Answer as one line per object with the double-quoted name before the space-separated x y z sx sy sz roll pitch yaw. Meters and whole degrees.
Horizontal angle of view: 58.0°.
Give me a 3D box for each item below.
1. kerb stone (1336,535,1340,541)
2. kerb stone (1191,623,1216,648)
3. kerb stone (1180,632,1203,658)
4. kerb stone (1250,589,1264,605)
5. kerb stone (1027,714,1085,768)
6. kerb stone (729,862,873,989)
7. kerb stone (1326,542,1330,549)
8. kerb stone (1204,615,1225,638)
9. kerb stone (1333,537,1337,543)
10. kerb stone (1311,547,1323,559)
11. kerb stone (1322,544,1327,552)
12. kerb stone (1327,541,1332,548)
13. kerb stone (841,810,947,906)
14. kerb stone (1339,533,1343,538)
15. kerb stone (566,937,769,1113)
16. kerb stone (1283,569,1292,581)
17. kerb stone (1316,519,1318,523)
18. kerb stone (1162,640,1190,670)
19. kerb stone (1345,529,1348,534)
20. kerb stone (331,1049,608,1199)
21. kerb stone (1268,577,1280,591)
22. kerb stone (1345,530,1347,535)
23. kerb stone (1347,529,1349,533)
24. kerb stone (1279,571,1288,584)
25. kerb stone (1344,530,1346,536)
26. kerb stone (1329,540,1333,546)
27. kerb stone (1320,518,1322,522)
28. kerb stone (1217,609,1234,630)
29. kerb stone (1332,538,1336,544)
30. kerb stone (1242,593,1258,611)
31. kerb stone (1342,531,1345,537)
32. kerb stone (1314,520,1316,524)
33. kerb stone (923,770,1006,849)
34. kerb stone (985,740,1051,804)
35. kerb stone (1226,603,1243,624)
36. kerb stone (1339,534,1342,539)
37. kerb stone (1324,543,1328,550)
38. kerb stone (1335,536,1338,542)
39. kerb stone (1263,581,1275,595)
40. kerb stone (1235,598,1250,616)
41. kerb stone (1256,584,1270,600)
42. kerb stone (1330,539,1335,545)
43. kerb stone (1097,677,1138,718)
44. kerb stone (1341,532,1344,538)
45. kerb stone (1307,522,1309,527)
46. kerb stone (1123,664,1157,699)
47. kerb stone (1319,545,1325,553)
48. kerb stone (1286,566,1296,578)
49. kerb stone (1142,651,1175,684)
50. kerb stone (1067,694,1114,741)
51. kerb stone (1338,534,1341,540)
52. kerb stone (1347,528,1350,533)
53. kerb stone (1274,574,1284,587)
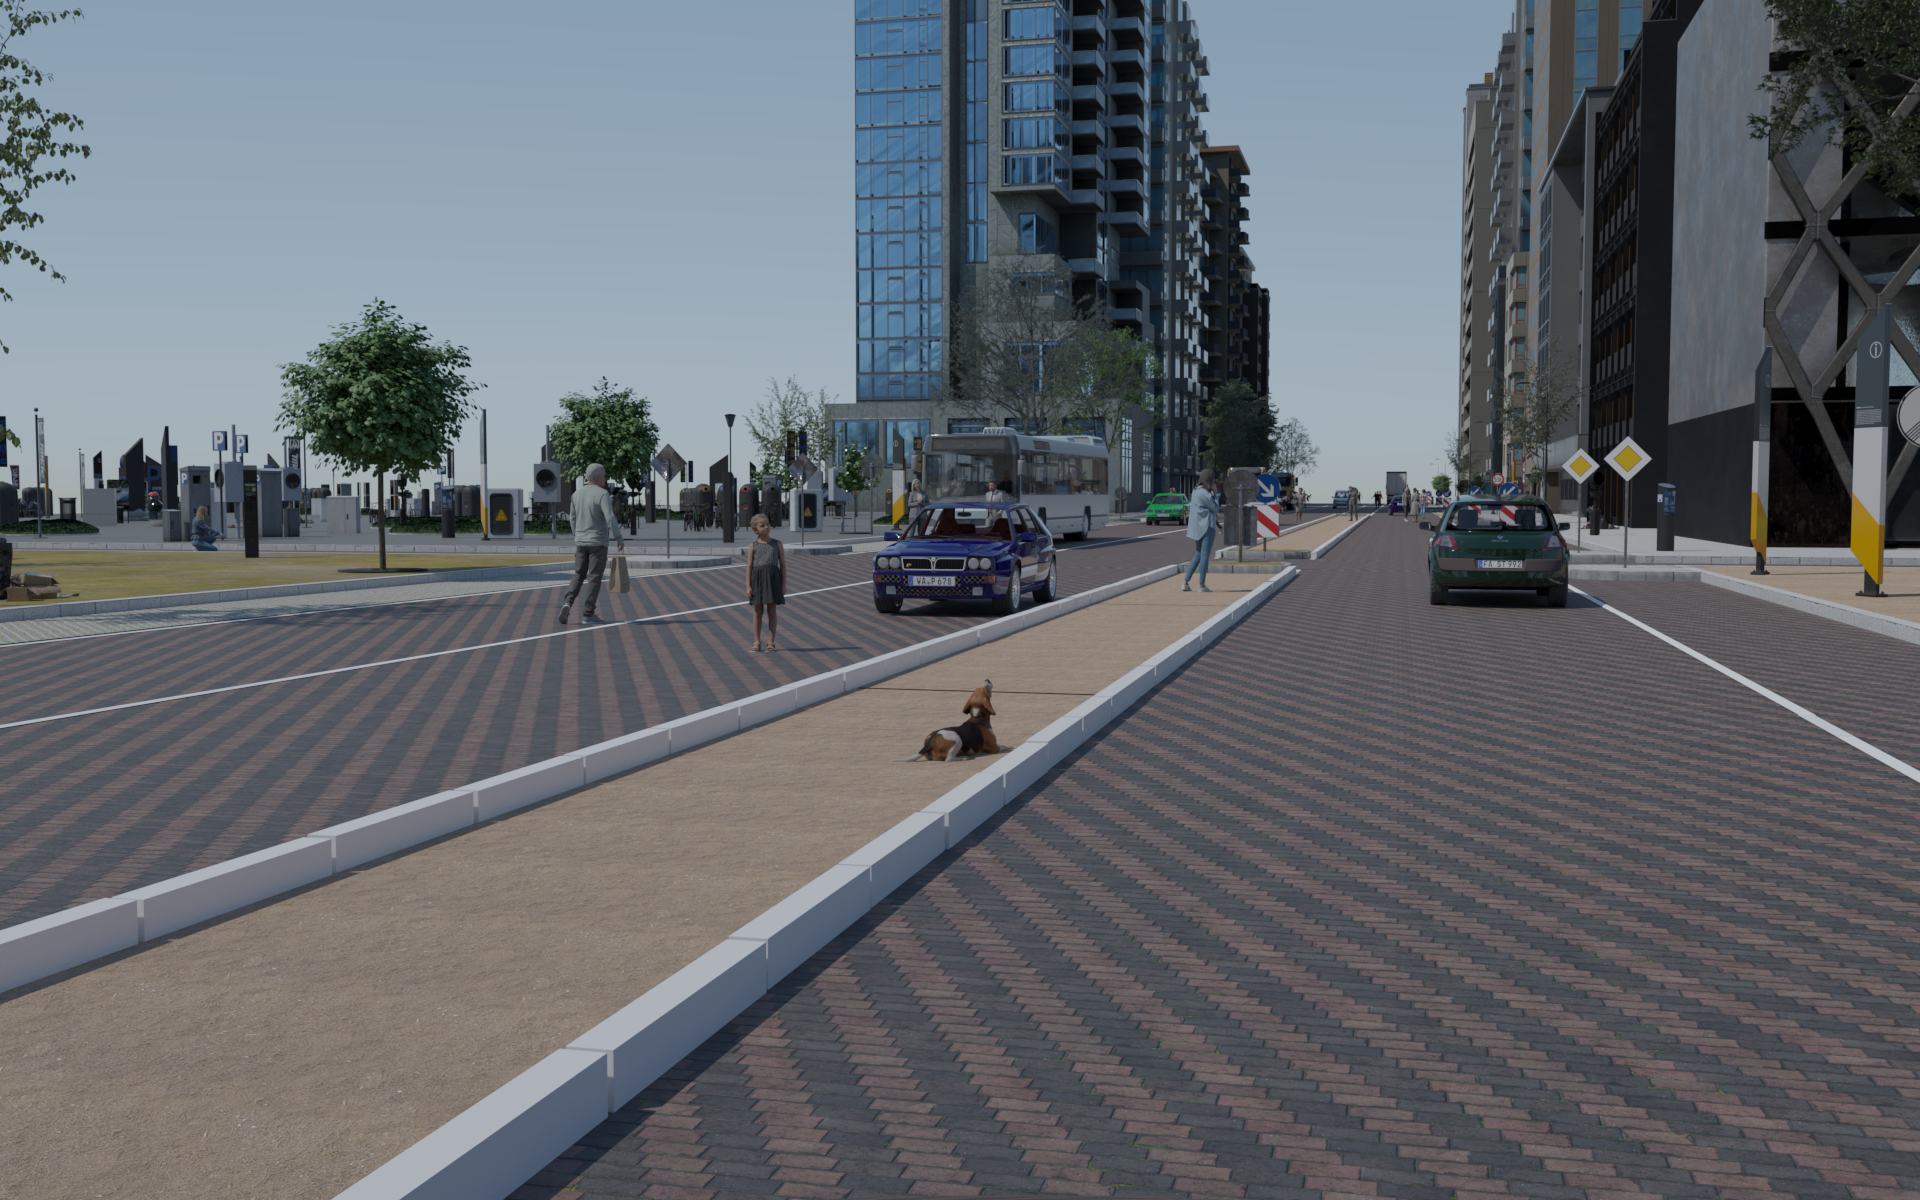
"kerb stone" 10.971 -1.746 50.741 0.120 0.150 1.000 1 4 14
"kerb stone" 2.291 0.352 16.445 0.120 0.150 1.000 1 4 14
"kerb stone" 2.031 0.420 15.456 0.120 0.150 1.000 1 4 14
"kerb stone" 3.800 -0.012 22.418 0.120 0.150 1.000 1 4 14
"kerb stone" 0.522 0.778 9.478 0.120 0.150 1.000 1 4 14
"kerb stone" -0.490 1.021 5.497 0.120 0.150 1.000 1 4 14
"kerb stone" 9.203 -1.317 43.796 0.120 0.150 1.000 1 4 14
"kerb stone" 2.538 0.291 17.439 0.120 0.150 1.000 1 4 14
"kerb stone" 10.475 -1.624 48.749 0.120 0.150 1.000 1 4 14
"kerb stone" 8.207 -1.077 39.808 0.120 0.150 1.000 1 4 14
"kerb stone" 8.711 -1.196 41.800 0.120 0.150 1.000 1 4 14
"kerb stone" 9.465 -1.382 44.787 0.120 0.150 1.000 1 4 14
"kerb stone" -0.242 0.962 6.489 0.120 0.150 1.000 1 4 14
"kerb stone" 11.721 -1.928 53.718 0.120 0.150 1.000 1 4 14
"kerb stone" -0.737 1.085 4.505 0.120 0.150 1.000 1 4 14
"kerb stone" 5.313 -0.373 28.382 0.120 0.150 1.000 1 4 14
"kerb stone" 16.744 -3.660 82.074 0.120 0.150 1.000 1 4 14
"kerb stone" 1.781 0.475 14.457 0.120 0.150 1.000 1 4 14
"kerb stone" 12.989 -2.232 58.685 0.120 0.150 1.000 1 4 14
"kerb stone" -0.991 1.143 3.510 0.120 0.150 1.000 1 4 14
"kerb stone" 4.557 -0.196 25.395 0.120 0.150 1.000 1 4 14
"kerb stone" 12.737 -2.171 57.692 0.120 0.150 1.000 1 4 14
"kerb stone" 13.240 -2.290 59.686 0.120 0.150 1.000 1 4 14
"kerb stone" 5.059 -0.317 27.385 0.120 0.150 1.000 1 4 14
"kerb stone" 12.487 -2.110 56.701 0.120 0.150 1.000 1 4 14
"kerb stone" 9.719 -1.442 45.777 0.120 0.150 1.000 1 4 14
"kerb stone" 17.752 -3.900 86.044 0.120 0.150 1.000 1 4 14
"kerb stone" 2.786 0.234 18.435 0.120 0.150 1.000 1 4 14
"kerb stone" 10.218 -1.562 47.759 0.120 0.150 1.000 1 4 14
"kerb stone" 3.551 0.047 21.426 0.120 0.150 1.000 1 4 14
"kerb stone" 12.227 -2.047 55.712 0.120 0.150 1.000 1 4 14
"kerb stone" 16.247 -3.538 80.092 0.120 0.150 1.000 1 4 14
"kerb stone" 0.019 0.900 7.478 0.120 0.150 1.000 1 4 14
"kerb stone" 0.274 0.843 8.474 0.120 0.150 1.000 1 4 14
"kerb stone" 3.046 0.169 19.434 0.120 0.150 1.000 1 4 14
"kerb stone" 11.475 -1.859 52.727 0.120 0.150 1.000 1 4 14
"kerb stone" 8.958 -1.257 42.798 0.120 0.150 1.000 1 4 14
"kerb stone" 10.717 -1.682 49.742 0.120 0.150 1.000 1 4 14
"kerb stone" 4.301 -0.135 24.405 0.120 0.150 1.000 1 4 14
"kerb stone" 3.294 0.109 20.437 0.120 0.150 1.000 1 4 14
"kerb stone" 4.053 -0.074 23.408 0.120 0.150 1.000 1 4 14
"kerb stone" 9.972 -1.497 46.768 0.120 0.150 1.000 1 4 14
"kerb stone" 1.028 0.656 11.472 0.120 0.150 1.000 1 4 14
"kerb stone" 11.982 -1.989 54.718 0.120 0.150 1.000 1 4 14
"kerb stone" 14.729 -3.173 74.123 0.120 0.150 1.000 1 4 14
"kerb stone" 1.274 0.600 12.469 0.120 0.150 1.000 1 4 14
"kerb stone" 8.455 -1.136 40.803 0.120 0.150 1.000 1 4 14
"kerb stone" 5.560 -0.439 29.374 0.120 0.150 1.000 1 4 14
"kerb stone" 1.532 0.534 13.465 0.120 0.150 1.000 1 4 14
"kerb stone" 0.775 0.718 10.480 0.120 0.150 1.000 1 4 14
"kerb stone" 11.220 -1.807 51.736 0.120 0.150 1.000 1 4 14
"kerb stone" 13.494 -2.354 60.676 0.120 0.150 1.000 1 4 14
"kerb stone" 4.807 -0.256 26.393 0.120 0.150 1.000 1 4 14
